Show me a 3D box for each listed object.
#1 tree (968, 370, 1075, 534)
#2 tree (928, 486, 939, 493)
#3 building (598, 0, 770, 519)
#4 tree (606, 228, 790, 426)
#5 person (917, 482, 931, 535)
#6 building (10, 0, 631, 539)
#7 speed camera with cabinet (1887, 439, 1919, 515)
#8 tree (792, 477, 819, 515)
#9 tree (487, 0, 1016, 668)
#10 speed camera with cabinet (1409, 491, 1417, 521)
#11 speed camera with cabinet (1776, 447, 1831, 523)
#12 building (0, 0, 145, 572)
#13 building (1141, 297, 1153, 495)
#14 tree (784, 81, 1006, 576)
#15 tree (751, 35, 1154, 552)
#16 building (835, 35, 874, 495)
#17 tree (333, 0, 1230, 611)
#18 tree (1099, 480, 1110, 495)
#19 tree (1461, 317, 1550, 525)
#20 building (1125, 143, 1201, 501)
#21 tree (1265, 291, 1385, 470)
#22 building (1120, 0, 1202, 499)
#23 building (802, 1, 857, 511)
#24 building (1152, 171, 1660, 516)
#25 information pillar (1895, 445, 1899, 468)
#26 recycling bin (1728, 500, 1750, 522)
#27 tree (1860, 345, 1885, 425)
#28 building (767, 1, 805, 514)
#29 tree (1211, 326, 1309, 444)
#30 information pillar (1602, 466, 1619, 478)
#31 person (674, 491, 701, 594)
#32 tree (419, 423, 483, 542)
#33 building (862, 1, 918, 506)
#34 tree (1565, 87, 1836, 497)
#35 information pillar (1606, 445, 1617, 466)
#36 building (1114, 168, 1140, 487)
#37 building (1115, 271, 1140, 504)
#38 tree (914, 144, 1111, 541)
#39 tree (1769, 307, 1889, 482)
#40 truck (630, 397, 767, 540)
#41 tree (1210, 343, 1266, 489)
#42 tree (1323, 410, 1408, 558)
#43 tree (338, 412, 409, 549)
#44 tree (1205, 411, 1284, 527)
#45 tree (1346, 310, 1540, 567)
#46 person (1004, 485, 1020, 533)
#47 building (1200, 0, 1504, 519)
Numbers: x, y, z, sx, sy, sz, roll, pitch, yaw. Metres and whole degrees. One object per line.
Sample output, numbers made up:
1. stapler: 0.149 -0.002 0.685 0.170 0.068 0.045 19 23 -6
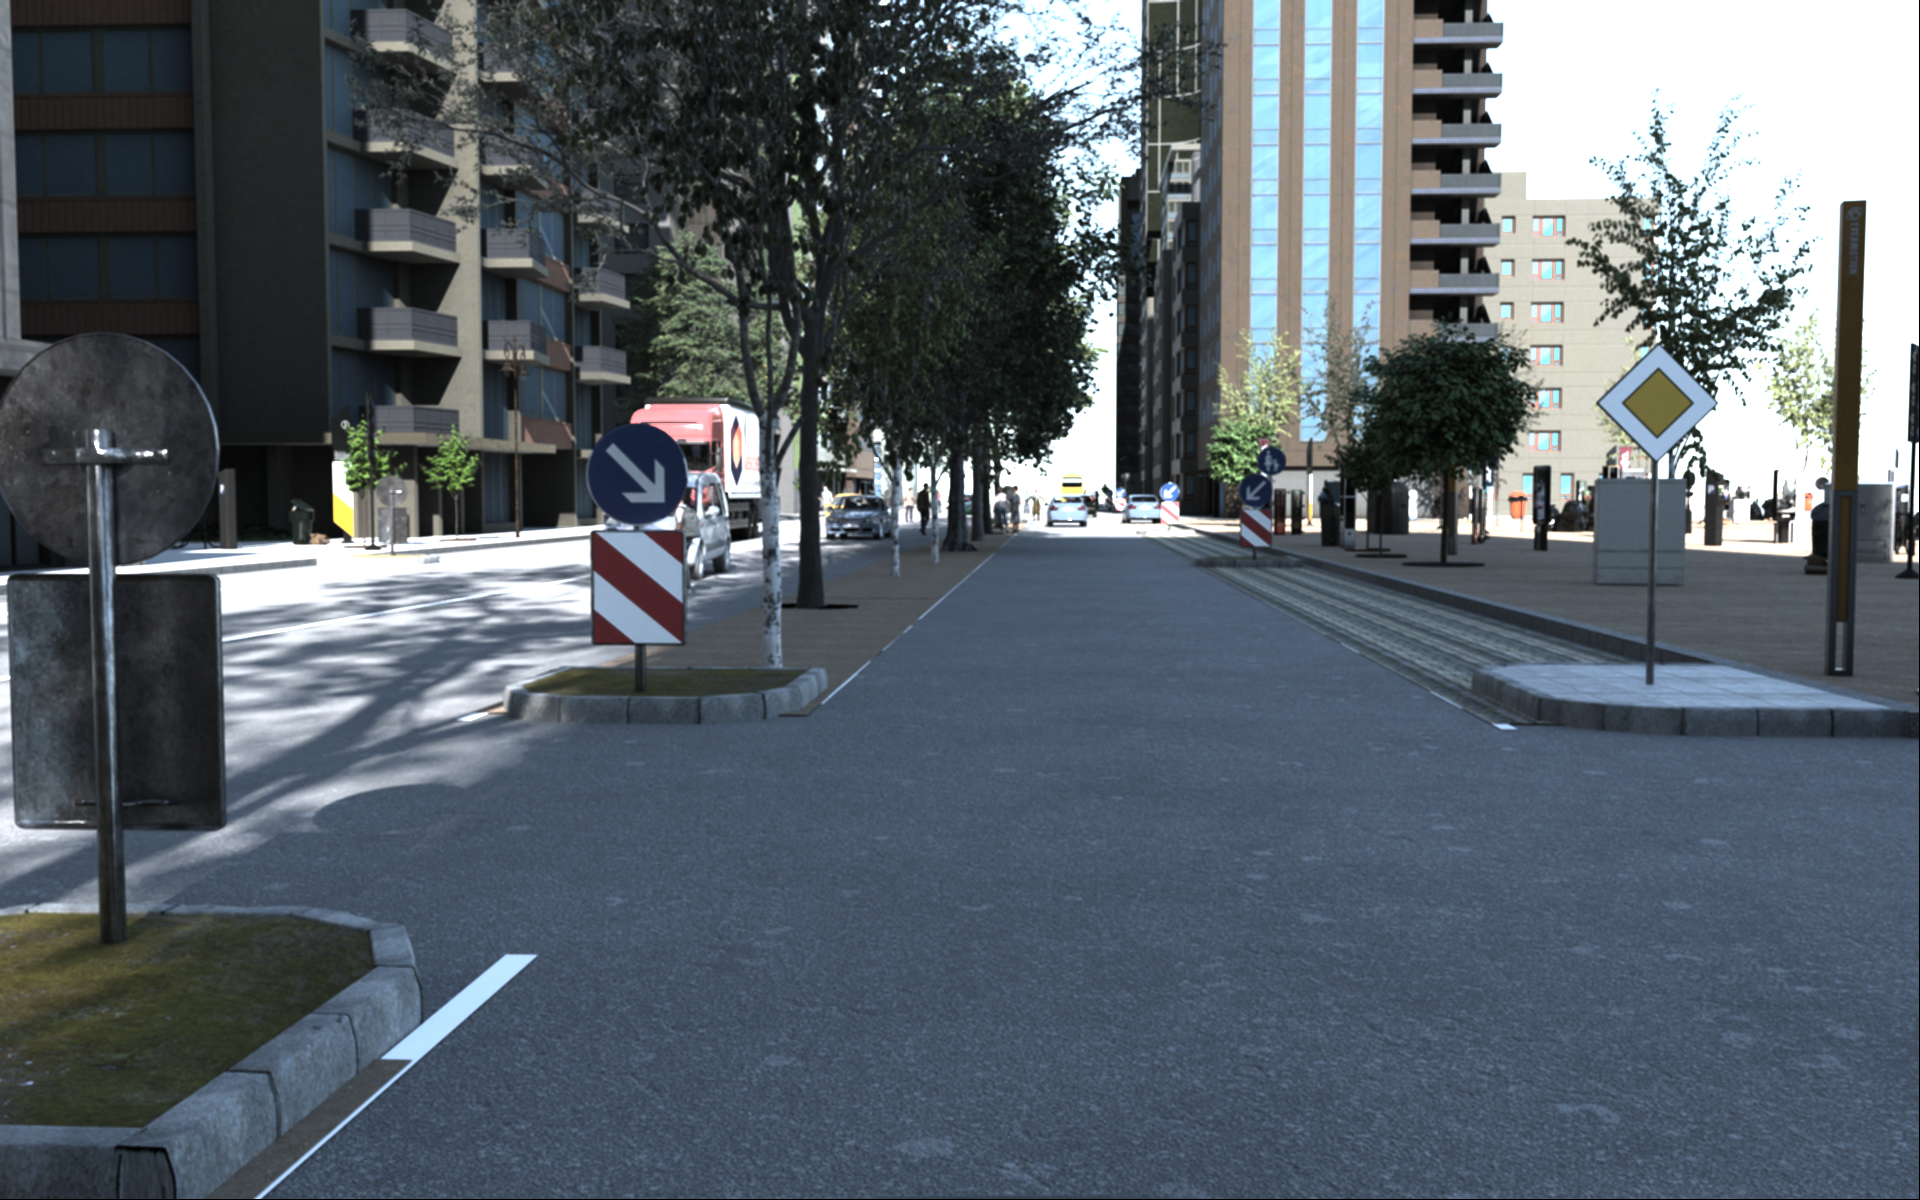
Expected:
1. tree: 1.500 -8.785 71.845 9.928 11.665 9.643 0 3 0
2. tree: -3.318 -14.044 224.228 1.663 3.219 1.824 0 3 0
3. building: -18.520 -19.784 95.173 14.160 30.474 14.107 0 4 3
4. tree: -12.262 -10.785 82.986 9.857 13.997 8.962 0 3 0
5. person: -1.236 -3.208 60.869 0.656 1.842 0.836 1 4 13
6. building: -24.734 -24.926 62.159 22.147 44.769 28.867 0 4 3
7. speed camera with cabinet: 33.801 -4.131 61.875 0.660 3.252 2.038 1 4 8
8. tree: -9.694 -6.961 108.419 1.663 3.219 1.824 0 3 0
9. tree: -1.492 -3.698 13.281 4.360 8.622 3.978 0 3 0
10. speed camera with cabinet: 20.841 -5.394 82.529 0.660 3.252 2.038 -2 4 -32
11. speed camera with cabinet: 35.743 -4.831 73.324 2.038 3.252 0.660 2 4 27
12. building: -25.045 -35.883 24.939 20.563 71.187 20.611 0 4 3
13. building: 29.867 -18.401 145.897 27.650 21.520 28.899 0 4 3
14. tree: -1.159 -4.722 30.016 4.737 8.622 4.395 0 3 0
15. tree: -0.066 -7.546 42.841 9.611 12.733 9.660 0 3 0
16. building: -15.377 -30.845 154.422 14.600 45.320 14.200 0 4 3
17. tree: -1.896 -6.643 21.439 12.009 13.543 11.850 0 3 0
18. tree: 20.341 -15.143 242.191 1.663 3.219 1.824 0 3 0
19. tree: 22.493 -7.497 72.937 4.360 8.622 3.978 0 3 0
20. building: 33.760 -29.962 181.763 32.217 40.220 23.993 0 4 3
21. tree: 13.680 -6.824 61.936 4.360 8.622 3.978 0 3 0
22. building: 29.738 -46.863 204.461 20.563 71.187 20.611 0 4 3
23. building: -20.793 -31.357 132.301 23.786 49.044 30.456 0 4 3
24. building: 27.774 -16.595 116.360 27.650 21.520 28.899 0 4 3
25. information pillar: 43.951 -5.505 81.369 0.183 3.616 0.504 1 4 11
26. recycling bin: 35.498 -4.062 78.963 0.722 1.027 0.722 0 4 -1
27. tree: 28.684 -6.621 58.618 4.737 8.622 4.395 0 3 0
28. building: -17.791 -26.019 109.001 14.154 41.232 14.086 0 4 3
29. tree: 13.127 -7.627 75.062 4.737 8.622 4.395 0 3 0
30. information pillar: 16.877 -2.476 44.970 0.304 2.012 0.304 -1 4 -11
31. person: -3.961 -0.826 24.593 0.523 1.515 0.503 -1 4 -16
32. tree: -13.874 -3.216 47.182 1.663 3.219 1.824 0 3 0
33. building: -16.037 -55.359 217.783 22.319 86.520 31.000 0 4 3
34. tree: 13.473 -4.993 32.004 4.737 8.622 4.395 0 3 0
35. information pillar: 31.233 -5.610 83.074 0.504 3.616 0.183 -1 4 -14
36. building: 28.620 -35.914 237.300 14.600 45.320 14.200 0 4 3
37. building: 27.038 -27.616 223.218 14.160 30.474 14.107 0 4 3
38. tree: 0.626 -8.044 52.105 7.486 12.596 7.792 0 3 0
39. tree: 34.060 -7.161 67.451 4.360 8.622 3.978 0 3 0
40. truck: -7.818 -3.884 52.424 2.839 4.237 11.283 0 4 2
41. tree: 14.168 -8.032 81.686 4.360 8.622 3.978 0 3 0
42. tree: 8.461 -2.488 35.286 1.663 3.219 1.824 0 3 0
43. tree: -14.216 -2.842 41.071 1.663 3.219 1.824 0 3 0
44. tree: 11.134 -5.170 68.251 4.285 4.588 4.351 0 3 0
45. tree: 8.637 -2.897 31.078 4.285 4.588 4.351 0 3 0
46. person: 1.921 -3.288 62.833 0.524 1.755 0.480 -2 4 -34
47. building: 20.644 -27.180 94.506 14.600 45.320 14.200 0 4 3
